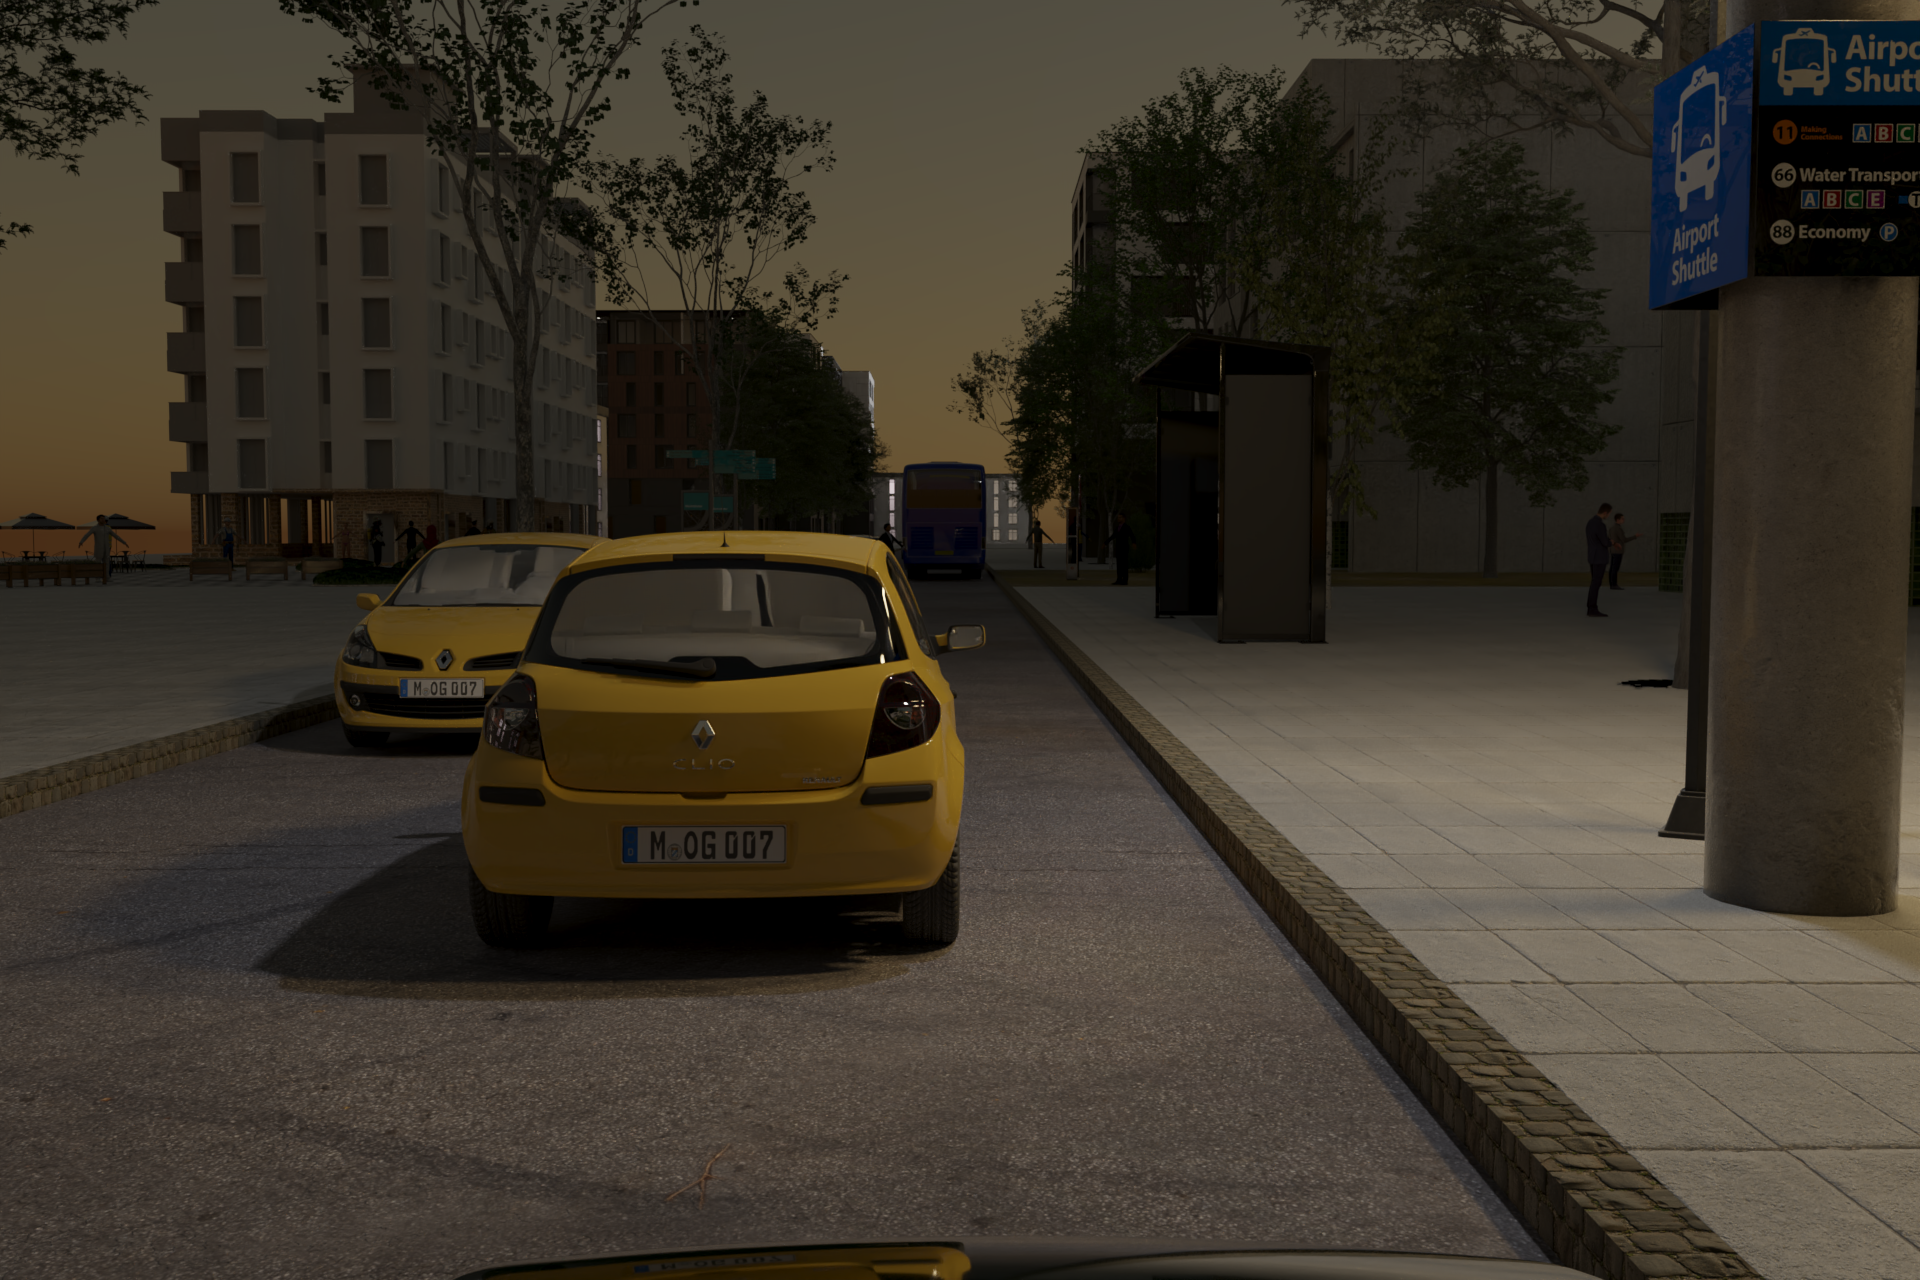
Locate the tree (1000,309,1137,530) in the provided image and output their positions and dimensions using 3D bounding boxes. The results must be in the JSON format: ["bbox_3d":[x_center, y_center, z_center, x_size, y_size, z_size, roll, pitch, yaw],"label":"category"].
[{"bbox_3d":[5.559,-10.296,86.458,7.486,12.596,7.792,0,3,0],"label":"tree"}]

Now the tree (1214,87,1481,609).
[{"bbox_3d":[6.513,-4.830,29.334,4.737,8.622,4.395,0,3,0],"label":"tree"}]

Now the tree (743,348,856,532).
[{"bbox_3d":[-9.772,-11.329,103.361,7.486,12.596,7.792,0,3,0],"label":"tree"}]

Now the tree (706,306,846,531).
[{"bbox_3d":[-9.227,-10.321,86.869,7.486,12.596,7.792,0,3,0],"label":"tree"}]

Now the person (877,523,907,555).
[{"bbox_3d":[-1.948,-2.392,48.285,1.216,1.740,0.721,-3,5,-44],"label":"person"}]

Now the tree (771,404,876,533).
[{"bbox_3d":[-9.555,-11.012,114.458,8.767,10.594,7.601,0,4,4],"label":"tree"}]

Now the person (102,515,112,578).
[{"bbox_3d":[-25.025,-2.733,50.651,0.705,1.833,1.349,-1,4,-13],"label":"person"}]

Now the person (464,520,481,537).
[{"bbox_3d":[-19.045,-3.799,68.052,1.347,1.837,0.705,1,4,23],"label":"person"}]

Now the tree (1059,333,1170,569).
[{"bbox_3d":[5.534,-6.918,63.464,4.360,8.622,3.978,0,3,0],"label":"tree"}]

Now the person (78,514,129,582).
[{"bbox_3d":[-22.964,-2.458,46.381,0.705,1.806,1.347,3,4,37],"label":"person"}]

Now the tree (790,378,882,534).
[{"bbox_3d":[-9.311,-12.738,126.392,7.486,12.596,7.792,0,3,0],"label":"tree"}]

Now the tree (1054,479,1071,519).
[{"bbox_3d":[16.394,-18.486,236.650,7.601,10.594,8.767,0,4,-4],"label":"tree"}]

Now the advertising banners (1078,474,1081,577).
[{"bbox_3d":[3.511,-3.388,51.579,0.090,3.025,2.074,0,4,1],"label":"advertising banners"}]

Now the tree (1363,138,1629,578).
[{"bbox_3d":[15.219,-8.104,50.632,7.486,12.596,7.792,0,3,0],"label":"tree"}]

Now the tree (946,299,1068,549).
[{"bbox_3d":[5.215,-17.516,142.282,12.611,20.169,13.585,0,3,0],"label":"tree"}]

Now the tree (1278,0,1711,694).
[{"bbox_3d":[6.191,-6.330,13.866,12.009,13.543,11.850,0,3,0],"label":"tree"}]

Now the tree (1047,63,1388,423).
[{"bbox_3d":[5.617,-6.926,39.002,9.928,11.665,9.643,0,3,0],"label":"tree"}]

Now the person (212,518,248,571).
[{"bbox_3d":[-25.163,-3.285,59.569,0.705,1.847,1.347,2,4,33],"label":"person"}]

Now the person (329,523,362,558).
[{"bbox_3d":[-23.982,-3.720,67.622,1.217,1.733,0.721,-1,4,-11],"label":"person"}]

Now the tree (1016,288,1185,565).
[{"bbox_3d":[6.045,-9.007,73.024,9.928,11.665,9.643,0,3,0],"label":"tree"}]

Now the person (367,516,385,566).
[{"bbox_3d":[-18.269,-2.974,54.401,0.705,1.856,1.354,-2,4,-26],"label":"person"}]

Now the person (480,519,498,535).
[{"bbox_3d":[-17.900,-3.689,66.082,0.705,1.858,1.354,3,4,36],"label":"person"}]

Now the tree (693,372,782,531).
[{"bbox_3d":[-9.634,-7.799,77.876,4.360,8.622,3.978,0,3,0],"label":"tree"}]

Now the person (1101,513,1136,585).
[{"bbox_3d":[4.056,-2.290,43.661,0.704,1.802,1.346,-2,4,-33],"label":"person"}]

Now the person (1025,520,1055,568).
[{"bbox_3d":[2.964,-3.607,65.245,1.348,1.796,0.705,3,5,40],"label":"person"}]

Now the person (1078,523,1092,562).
[{"bbox_3d":[5.534,-4.526,80.457,1.216,1.772,0.721,2,4,27],"label":"person"}]

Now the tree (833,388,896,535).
[{"bbox_3d":[-10.076,-14.284,143.913,12.009,13.543,11.850,0,3,0],"label":"tree"}]

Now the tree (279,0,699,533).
[{"bbox_3d":[-10.693,-11.017,36.022,12.611,20.169,13.585,0,3,0],"label":"tree"}]

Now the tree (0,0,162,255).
[{"bbox_3d":[-9.356,-4.738,11.881,7.601,10.594,8.767,-3,5,-40],"label":"tree"}]

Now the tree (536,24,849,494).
[{"bbox_3d":[-10.446,-12.935,67.383,12.611,20.169,13.585,0,3,0],"label":"tree"}]

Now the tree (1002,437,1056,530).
[{"bbox_3d":[5.366,-10.923,128.946,4.737,8.622,4.395,0,3,0],"label":"tree"}]
